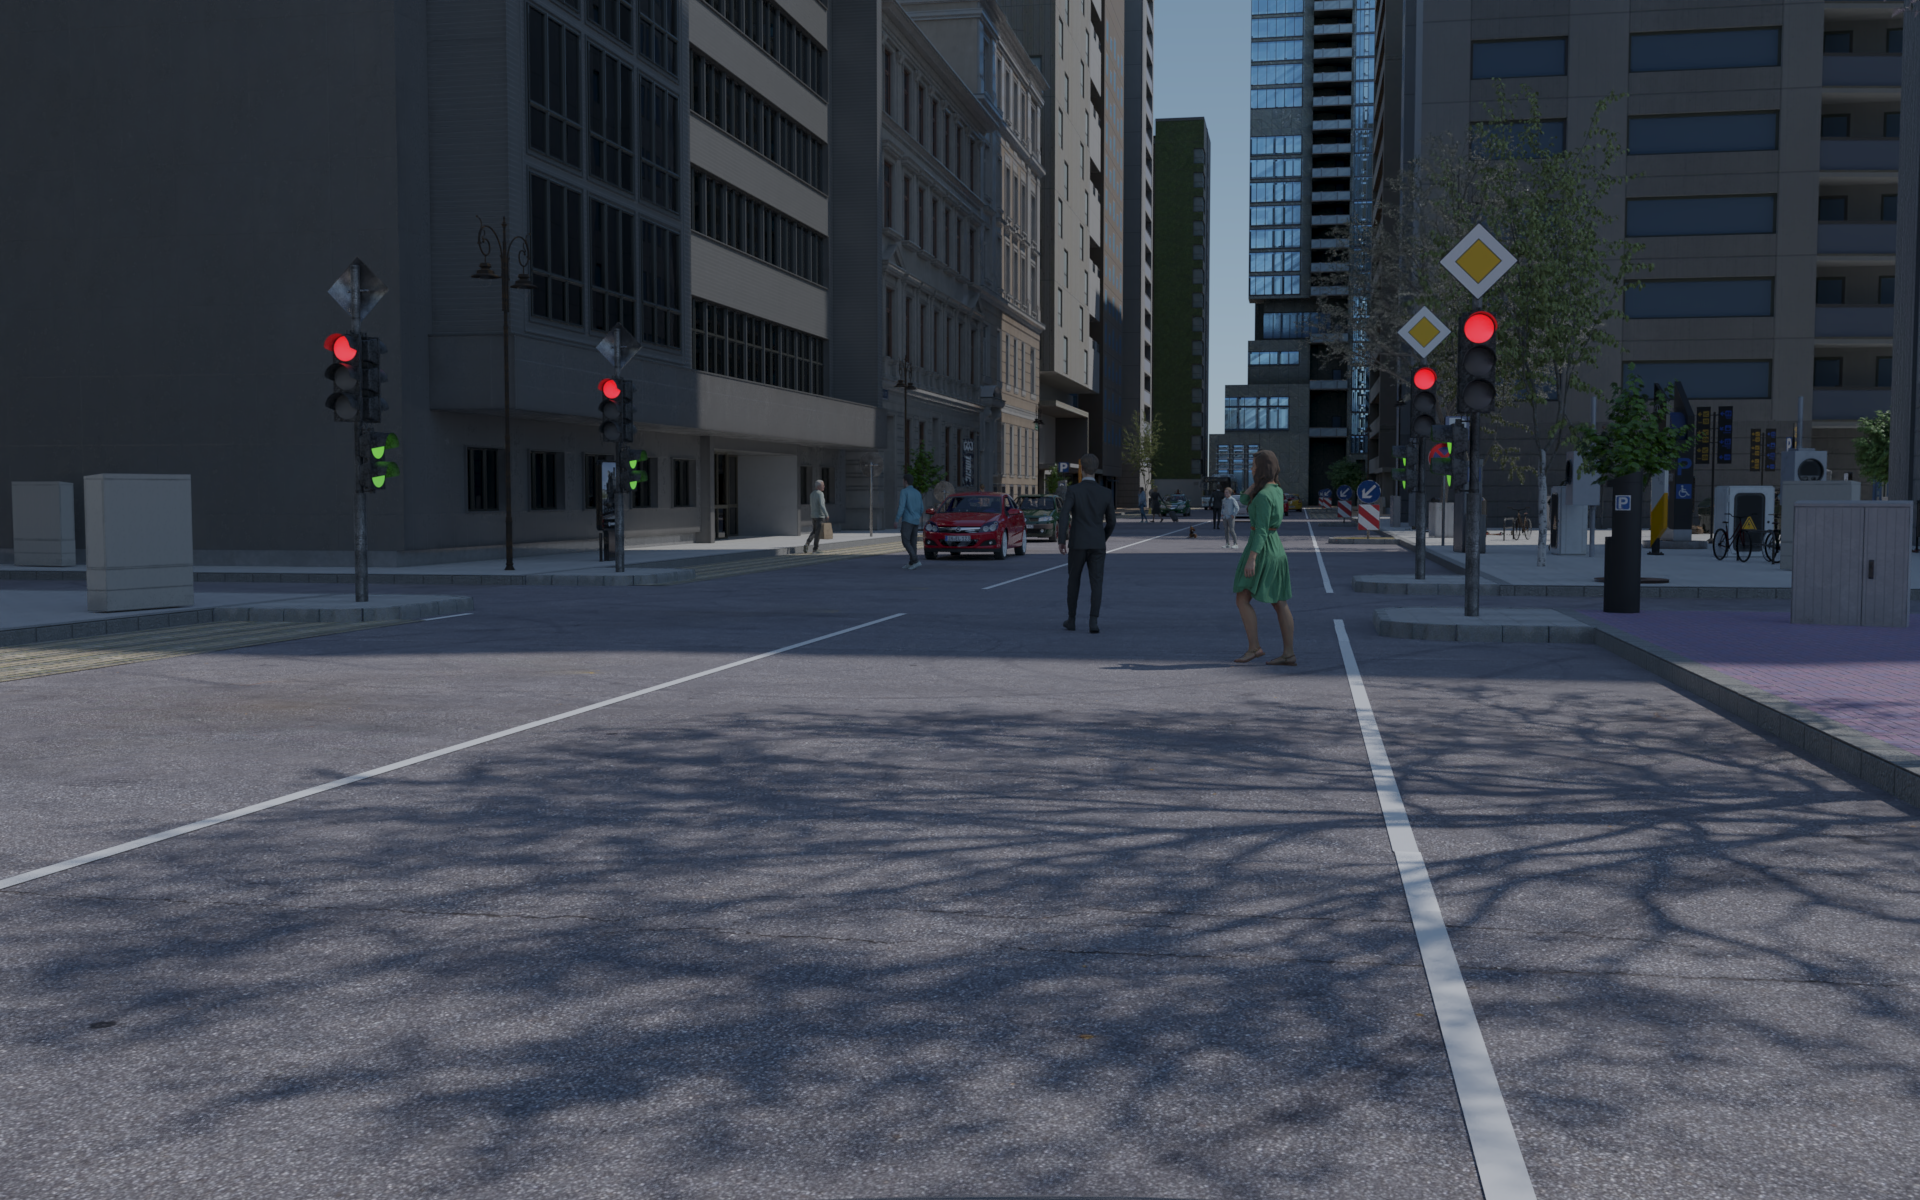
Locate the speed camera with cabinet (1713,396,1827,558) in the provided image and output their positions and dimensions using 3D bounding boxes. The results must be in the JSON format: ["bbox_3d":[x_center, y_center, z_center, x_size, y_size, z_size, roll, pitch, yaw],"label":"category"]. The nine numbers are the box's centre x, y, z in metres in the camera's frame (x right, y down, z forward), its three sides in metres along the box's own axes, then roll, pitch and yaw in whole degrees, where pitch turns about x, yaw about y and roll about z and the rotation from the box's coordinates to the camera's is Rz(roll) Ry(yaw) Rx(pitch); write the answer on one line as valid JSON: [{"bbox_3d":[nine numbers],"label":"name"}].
[{"bbox_3d":[16.367,-2.485,34.970,2.038,3.252,0.660,0,4,-3],"label":"speed camera with cabinet"}]

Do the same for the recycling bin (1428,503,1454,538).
[{"bbox_3d":[14.259,-2.353,51.020,0.722,1.027,0.722,0,4,-2],"label":"recycling bin"}]

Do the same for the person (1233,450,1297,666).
[{"bbox_3d":[2.549,-0.347,14.424,0.529,1.795,0.600,1,4,14],"label":"person"}]

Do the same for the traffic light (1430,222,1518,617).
[{"bbox_3d":[5.363,-1.785,18.101,0.839,4.253,0.868,1,4,11],"label":"traffic light"}]

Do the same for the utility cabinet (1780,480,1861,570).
[{"bbox_3d":[14.252,-1.224,28.698,0.318,1.500,1.173,-2,4,-34],"label":"utility cabinet"}]

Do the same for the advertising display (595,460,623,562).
[{"bbox_3d":[-6.710,-1.711,33.190,0.123,1.923,0.974,1,4,13],"label":"advertising display"}]

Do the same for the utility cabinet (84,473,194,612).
[{"bbox_3d":[-9.075,-0.641,19.157,0.318,1.500,1.173,1,4,23],"label":"utility cabinet"}]

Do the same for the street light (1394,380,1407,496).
[{"bbox_3d":[17.506,-5.887,69.042,0.468,5.910,1.993,1,4,11],"label":"street light"}]

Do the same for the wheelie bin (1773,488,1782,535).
[{"bbox_3d":[25.956,-2.849,54.492,0.693,1.594,0.980,0,4,-1],"label":"wheelie bin"}]

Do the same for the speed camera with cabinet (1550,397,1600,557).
[{"bbox_3d":[12.780,-2.547,35.987,0.660,3.252,2.038,0,4,7],"label":"speed camera with cabinet"}]

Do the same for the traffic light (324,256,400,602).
[{"bbox_3d":[-7.114,-1.933,20.526,0.839,4.253,0.868,1,4,11],"label":"traffic light"}]

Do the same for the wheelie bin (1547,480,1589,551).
[{"bbox_3d":[13.289,-1.835,37.908,0.693,1.594,0.980,2,4,34],"label":"wheelie bin"}]

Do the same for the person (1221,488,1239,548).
[{"bbox_3d":[7.117,-2.176,45.883,0.330,1.601,0.589,-2,4,-32],"label":"person"}]

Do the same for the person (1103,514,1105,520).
[{"bbox_3d":[7.725,-5.267,94.428,0.447,1.846,0.655,0,4,5],"label":"person"}]

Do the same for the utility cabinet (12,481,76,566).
[{"bbox_3d":[-16.175,-1.340,30.592,1.173,1.500,0.318,1,4,23],"label":"utility cabinet"}]

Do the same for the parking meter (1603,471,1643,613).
[{"bbox_3d":[7.183,-0.633,18.759,0.372,1.533,0.369,0,3,0],"label":"parking meter"}]

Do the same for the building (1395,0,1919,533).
[{"bbox_3d":[30.376,-32.668,76.123,21.231,58.520,28.212,1,4,11],"label":"building"}]

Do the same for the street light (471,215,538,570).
[{"bbox_3d":[-7.588,-3.438,29.005,0.468,5.910,1.993,1,4,11],"label":"street light"}]

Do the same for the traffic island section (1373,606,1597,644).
[{"bbox_3d":[5.400,0.249,18.207,2.009,0.180,2.903,1,4,11],"label":"traffic island section"}]

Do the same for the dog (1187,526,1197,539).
[{"bbox_3d":[7.468,-2.201,56.173,0.550,0.427,0.748,3,4,37],"label":"dog"}]

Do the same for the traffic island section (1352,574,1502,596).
[{"bbox_3d":[6.939,-0.230,26.043,2.009,0.180,2.903,1,4,11],"label":"traffic island section"}]

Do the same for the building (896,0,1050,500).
[{"bbox_3d":[-3.322,-18.657,90.947,13.634,28.700,20.117,1,4,11],"label":"building"}]

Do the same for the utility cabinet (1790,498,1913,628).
[{"bbox_3d":[8.734,-0.356,16.978,1.020,1.237,0.306,2,4,33],"label":"utility cabinet"}]

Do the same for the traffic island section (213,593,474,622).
[{"bbox_3d":[-7.152,0.099,20.668,2.009,0.180,2.903,1,4,11],"label":"traffic island section"}]

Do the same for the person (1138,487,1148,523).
[{"bbox_3d":[9.156,-4.767,86.704,0.793,1.790,0.793,-3,5,-41],"label":"person"}]

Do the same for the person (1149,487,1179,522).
[{"bbox_3d":[10.308,-4.856,88.110,1.509,1.804,0.699,2,4,32],"label":"person"}]

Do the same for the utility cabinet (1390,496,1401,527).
[{"bbox_3d":[16.952,-3.440,67.407,0.306,1.237,1.020,0,4,7],"label":"utility cabinet"}]

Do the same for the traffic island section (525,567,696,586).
[{"bbox_3d":[-5.613,-0.381,28.504,2.009,0.180,2.903,1,4,11],"label":"traffic island section"}]

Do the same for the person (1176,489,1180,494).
[{"bbox_3d":[18.235,-8.356,145.051,1.348,1.831,0.705,3,4,38],"label":"person"}]

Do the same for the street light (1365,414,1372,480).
[{"bbox_3d":[23.144,-7.672,98.230,0.468,5.910,1.993,1,4,11],"label":"street light"}]

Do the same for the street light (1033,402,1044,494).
[{"bbox_3d":[3.943,-6.986,87.016,0.468,5.910,1.993,1,4,11],"label":"street light"}]

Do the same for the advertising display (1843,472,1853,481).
[{"bbox_3d":[25.821,-2.765,50.419,0.123,1.923,0.974,1,4,20],"label":"advertising display"}]

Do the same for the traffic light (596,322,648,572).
[{"bbox_3d":[-5.575,-2.412,28.362,0.839,4.253,0.868,1,4,11],"label":"traffic light"}]

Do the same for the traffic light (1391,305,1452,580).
[{"bbox_3d":[6.902,-2.264,25.936,0.839,4.253,0.868,1,4,11],"label":"traffic light"}]

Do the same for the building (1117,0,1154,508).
[{"bbox_3d":[4.261,-38.278,167.849,28.212,58.520,21.231,1,4,11],"label":"building"}]

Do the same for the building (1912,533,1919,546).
[{"bbox_3d":[36.011,-29.951,31.692,28.212,58.520,21.231,1,4,11],"label":"building"}]

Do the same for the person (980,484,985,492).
[{"bbox_3d":[0.759,-2.982,57.590,0.374,1.781,0.599,2,4,33],"label":"person"}]

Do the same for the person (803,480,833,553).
[{"bbox_3d":[-3.403,-1.992,41.561,0.515,1.767,0.782,-2,4,-35],"label":"person"}]

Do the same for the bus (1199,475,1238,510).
[{"bbox_3d":[23.708,-9.975,157.958,2.948,3.499,13.247,1,4,12],"label":"bus"}]

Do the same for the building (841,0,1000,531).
[{"bbox_3d":[-5.896,-14.342,70.650,11.583,22.565,21.152,1,4,11],"label":"building"}]

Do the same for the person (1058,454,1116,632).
[{"bbox_3d":[1.288,-0.597,18.032,0.659,1.850,0.755,0,4,-8],"label":"person"}]

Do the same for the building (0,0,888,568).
[{"bbox_3d":[-12.163,-13.820,45.024,14.314,24.678,30.058,1,4,11],"label":"building"}]

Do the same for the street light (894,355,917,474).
[{"bbox_3d":[-1.812,-5.200,57.806,0.468,5.910,1.993,1,4,11],"label":"street light"}]

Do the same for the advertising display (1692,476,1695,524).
[{"bbox_3d":[26.332,-3.519,62.747,0.123,1.923,0.974,0,4,-3],"label":"advertising display"}]

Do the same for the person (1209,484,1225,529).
[{"bbox_3d":[10.472,-3.809,70.554,0.659,1.850,0.755,1,4,11],"label":"person"}]

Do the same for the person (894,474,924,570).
[{"bbox_3d":[-0.926,-1.499,33.020,0.620,1.820,0.660,2,4,35],"label":"person"}]

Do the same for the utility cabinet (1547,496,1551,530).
[{"bbox_3d":[21.138,-3.060,61.191,1.020,1.237,0.306,1,4,20],"label":"utility cabinet"}]

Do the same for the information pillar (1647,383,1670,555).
[{"bbox_3d":[14.642,-2.745,36.231,0.183,3.616,0.504,-1,4,-10],"label":"information pillar"}]
